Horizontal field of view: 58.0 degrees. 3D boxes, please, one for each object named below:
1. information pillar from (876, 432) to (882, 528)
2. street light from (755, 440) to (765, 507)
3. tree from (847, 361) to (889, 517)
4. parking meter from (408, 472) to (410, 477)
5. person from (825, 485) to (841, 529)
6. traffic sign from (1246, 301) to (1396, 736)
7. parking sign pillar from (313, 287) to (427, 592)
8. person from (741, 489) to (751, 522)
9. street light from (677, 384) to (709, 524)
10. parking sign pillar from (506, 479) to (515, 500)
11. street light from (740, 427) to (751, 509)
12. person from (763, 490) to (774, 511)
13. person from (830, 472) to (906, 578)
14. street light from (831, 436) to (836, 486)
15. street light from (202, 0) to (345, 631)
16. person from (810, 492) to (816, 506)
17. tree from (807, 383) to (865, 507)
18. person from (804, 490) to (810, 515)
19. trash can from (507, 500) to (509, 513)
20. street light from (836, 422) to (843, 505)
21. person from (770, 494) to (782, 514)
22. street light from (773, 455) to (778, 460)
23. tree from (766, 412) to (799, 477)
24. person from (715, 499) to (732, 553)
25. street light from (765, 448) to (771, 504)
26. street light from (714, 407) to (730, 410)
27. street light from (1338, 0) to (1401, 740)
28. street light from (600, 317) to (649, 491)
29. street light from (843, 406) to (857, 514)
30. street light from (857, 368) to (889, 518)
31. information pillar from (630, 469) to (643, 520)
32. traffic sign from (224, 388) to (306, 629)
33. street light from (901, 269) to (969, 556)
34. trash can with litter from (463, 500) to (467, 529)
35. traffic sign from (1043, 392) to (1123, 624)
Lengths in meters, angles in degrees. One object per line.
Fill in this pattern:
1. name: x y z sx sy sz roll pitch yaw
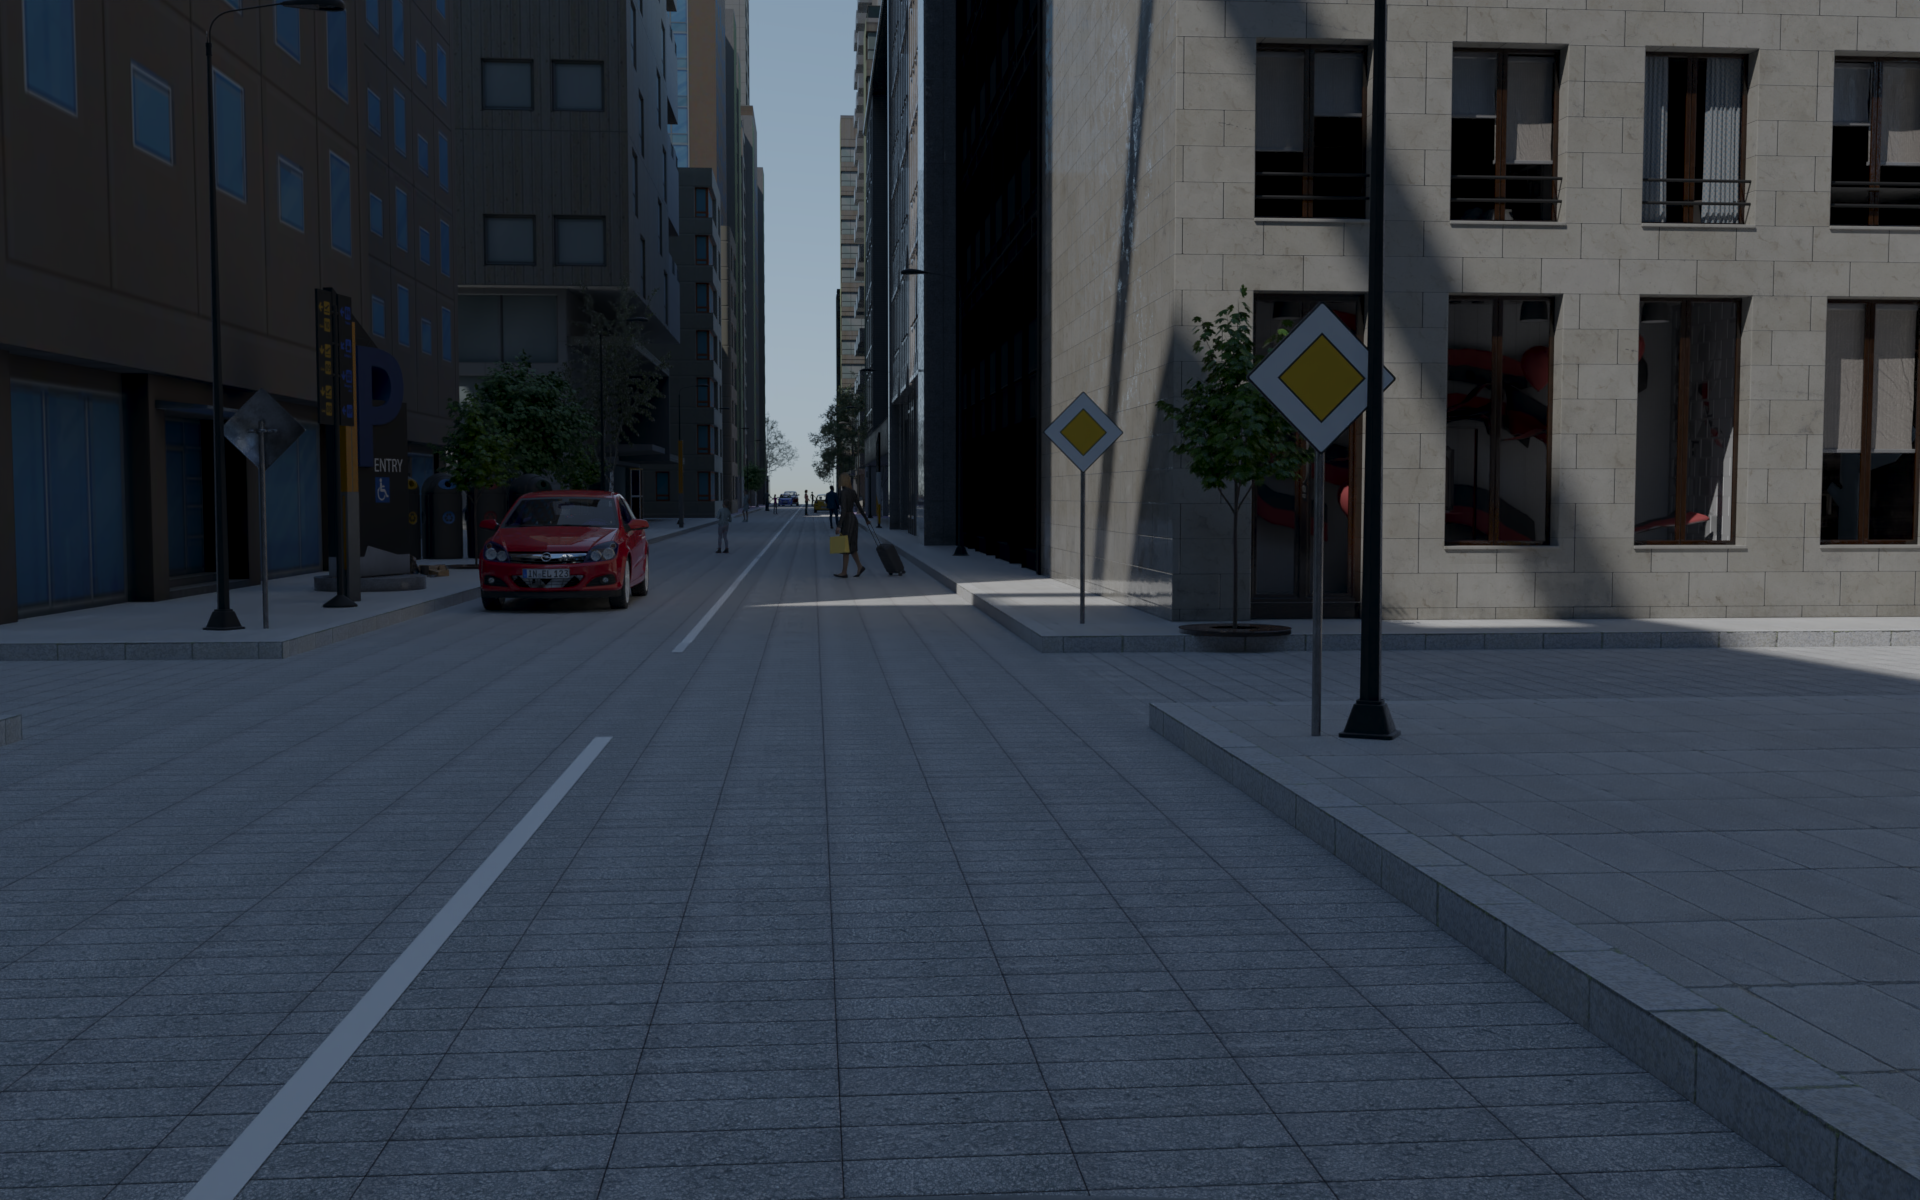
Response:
1. information pillar: -3.086 -4.539 65.563 0.183 3.616 0.504 -1 4 -13
2. street light: -17.650 -10.747 148.249 1.470 5.913 1.316 0 4 -5
3. tree: -4.284 -8.871 95.399 4.360 8.622 3.978 0 3 0
4. parking meter: -12.778 -2.077 39.667 0.399 1.863 0.255 0 4 4
5. person: -5.261 -3.867 71.911 0.721 1.800 0.419 1 4 18
6. traffic sign: 1.887 -0.335 9.128 0.795 2.450 0.064 0 4 -5
7. parking sign pillar: -7.948 -2.127 23.249 1.447 3.967 1.447 1 4 14
8. person: -11.018 -4.868 89.102 0.522 1.701 0.512 -1 4 -10
9. street light: -11.311 -6.163 73.303 1.470 5.913 1.316 0 4 -5
10. parking sign pillar: -15.498 -4.227 57.584 1.447 3.967 1.447 0 4 6
11. street light: -15.376 -9.056 120.607 1.470 5.913 1.316 0 4 -5
12. person: -16.157 -8.369 145.420 1.350 1.814 0.705 3 5 42
13. person: -1.614 -1.295 29.892 1.509 1.804 0.699 -2 4 -32
14. street light: -9.478 -10.221 139.647 1.470 5.913 1.316 0 4 -5
15. street light: -6.436 -2.675 16.273 1.470 5.913 1.316 0 4 -5
16. person: -17.126 -11.775 201.837 0.721 1.723 1.217 -3 4 -37
17. tree: -11.100 -15.967 178.062 9.611 12.733 9.660 0 3 0
18. person: -10.242 -6.554 116.360 0.721 1.736 1.217 0 4 7
19. trash can: -11.576 -1.934 43.272 0.748 1.137 0.748 0 3 0
20. street light: -7.083 -8.507 111.631 1.470 5.913 1.316 0 4 -5
21. person: -13.137 -6.834 123.458 0.991 1.433 0.599 -2 4 -34
22. street light: -22.483 -14.124 203.473 1.470 5.913 1.316 0 4 -5
23. tree: -28.055 -20.719 249.117 12.009 13.543 11.850 0 3 0
24. person: -5.754 -1.787 41.996 0.394 1.301 0.425 2 4 35
25. street light: -20.054 -12.431 175.784 1.470 5.913 1.316 0 4 -5
26. street light: -13.015 -7.355 92.796 1.470 5.913 1.316 0 4 -5
27. street light: 1.635 -2.228 8.972 1.470 5.913 1.316 0 4 -5
28. street light: -8.883 -4.470 45.624 1.470 5.913 1.316 0 4 -5
29. street light: -5.306 -7.290 91.740 1.470 5.913 1.316 0 4 -5
30. street light: -2.974 -5.600 64.104 1.470 5.913 1.316 0 4 -5
31. information pillar: -9.380 -2.800 50.270 0.304 2.012 0.304 0 4 2
32. traffic sign: -6.610 -0.783 16.440 0.795 2.450 0.064 0 4 -5
33. street light: -0.523 -3.874 35.886 1.470 5.913 1.316 0 4 -5
34. trash can with litter: -12.146 -2.013 44.304 1.055 1.170 0.624 -2 4 -28
35. traffic sign: 1.208 -0.822 17.084 0.795 2.450 0.064 0 4 -5
